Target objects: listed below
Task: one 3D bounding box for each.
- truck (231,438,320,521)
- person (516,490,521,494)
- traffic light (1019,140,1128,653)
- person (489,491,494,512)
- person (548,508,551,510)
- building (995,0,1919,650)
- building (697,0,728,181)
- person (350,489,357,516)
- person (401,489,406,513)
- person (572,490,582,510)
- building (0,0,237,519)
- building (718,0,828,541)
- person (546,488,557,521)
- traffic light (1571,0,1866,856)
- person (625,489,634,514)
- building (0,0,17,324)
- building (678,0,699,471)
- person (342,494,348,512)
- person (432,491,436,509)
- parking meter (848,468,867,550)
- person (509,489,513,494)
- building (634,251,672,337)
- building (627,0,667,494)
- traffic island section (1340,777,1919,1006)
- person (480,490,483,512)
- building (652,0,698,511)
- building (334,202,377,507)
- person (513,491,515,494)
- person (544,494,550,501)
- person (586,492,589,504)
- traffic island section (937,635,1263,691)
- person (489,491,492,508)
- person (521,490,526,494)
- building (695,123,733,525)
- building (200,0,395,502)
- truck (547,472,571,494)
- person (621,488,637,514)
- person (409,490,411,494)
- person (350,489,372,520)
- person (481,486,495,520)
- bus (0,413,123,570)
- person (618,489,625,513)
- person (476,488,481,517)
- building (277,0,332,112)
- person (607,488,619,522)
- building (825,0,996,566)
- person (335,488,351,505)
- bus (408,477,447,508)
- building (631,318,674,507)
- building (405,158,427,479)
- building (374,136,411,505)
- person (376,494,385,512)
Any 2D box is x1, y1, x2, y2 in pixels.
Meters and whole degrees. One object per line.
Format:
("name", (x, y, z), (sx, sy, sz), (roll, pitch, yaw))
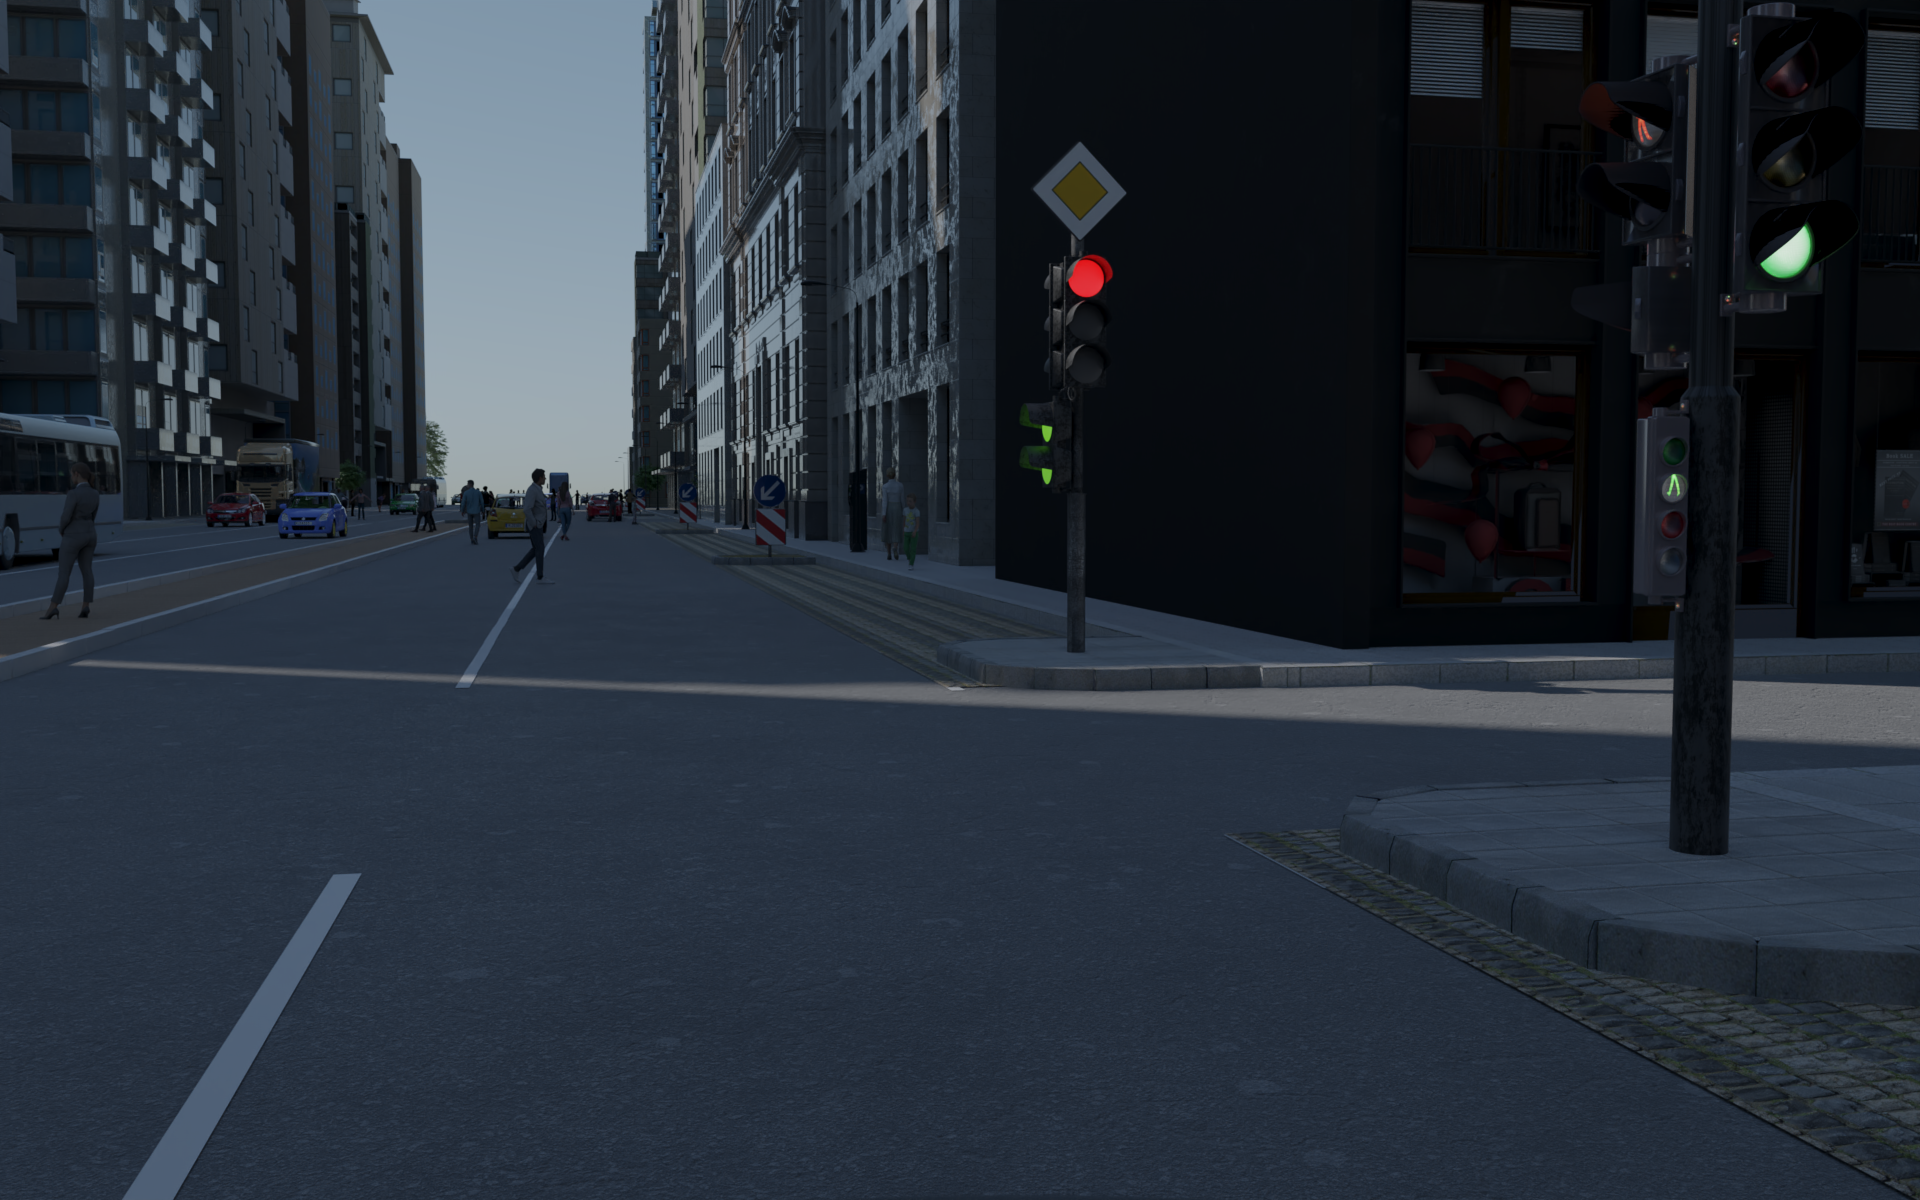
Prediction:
("truck", (-35.301, -6.164, 89.692), (2.839, 4.237, 11.283), (-1, 4, -12))
("person", (-40.938, -9.296, 160.582), (1.348, 1.812, 0.705), (-2, 4, -27))
("traffic light", (0.923, -1.530, 13.943), (0.839, 4.253, 0.868), (-1, 4, -12))
("person", (-30.985, -6.378, 114.249), (0.593, 1.643, 0.415), (1, 4, 9))
("person", (-37.386, -8.936, 157.822), (0.599, 1.433, 0.991), (0, 4, -4))
("building", (9.570, -11.717, 21.245), (15.834, 23.373, 12.332), (-1, 4, -12))
("building", (-7.979, -25.402, 98.916), (14.154, 41.232, 14.086), (-1, 4, -12))
("person", (-39.003, -6.253, 111.447), (0.721, 1.735, 1.217), (-2, 4, -32))
("person", (-42.105, -7.481, 130.949), (0.705, 1.807, 1.348), (-2, 4, -31))
("person", (-34.135, -8.920, 154.354), (0.705, 1.822, 1.348), (2, 4, 34))
("building", (-54.200, -29.032, 94.280), (23.786, 49.044, 30.456), (-1, 4, -12))
("building", (-1.323, -16.052, 59.711), (12.463, 27.353, 25.104), (-1, 4, -12))
("person", (-21.622, -5.053, 91.834), (0.721, 1.735, 1.217), (2, 4, 29))
("traffic light", (0.606, -1.889, 5.557), (4.771, 5.953, 1.251), (-1, 4, -12))
("person", (-24.102, -7.223, 126.604), (1.348, 1.823, 0.705), (3, 5, 41))
("building", (-63.216, -32.635, 122.828), (28.713, 52.752, 27.495), (-1, 4, -12))
("building", (-5.235, -32.487, 120.403), (28.713, 52.752, 27.495), (-1, 4, -12))
("person", (-37.813, -5.801, 106.530), (0.628, 1.438, 0.799), (-3, 5, -43))
("person", (-51.506, -9.797, 169.343), (0.621, 1.740, 0.551), (-2, 4, -30))
("parking meter", (-2.334, -2.066, 39.492), (0.399, 1.863, 0.255), (-1, 4, -22))
("person", (-33.632, -7.427, 129.944), (1.348, 1.822, 0.705), (2, 4, 33))
("building", (-31.921, -26.684, 207.978), (14.160, 30.474, 14.107), (-1, 4, -12))
("building", (-32.743, -56.066, 229.353), (22.319, 86.520, 31.000), (-1, 4, -12))
("traffic island section", (2.672, 0.980, 6.265), (2.009, 0.180, 2.903), (-1, 4, -12))
("person", (-38.915, -8.056, 141.024), (0.445, 1.727, 0.742), (0, 4, 7))
("building", (-14.202, -32.328, 148.169), (23.786, 49.044, 30.456), (-1, 4, -12))
("building", (-65.486, -24.320, 169.333), (14.160, 30.474, 14.107), (-1, 4, -12))
("person", (-31.758, -6.920, 123.117), (0.415, 1.643, 0.593), (0, 4, 7))
("person", (-30.914, -7.294, 127.846), (1.350, 1.814, 0.705), (-1, 4, -17))
("person", (-45.456, -12.319, 211.378), (0.415, 1.643, 0.593), (-3, 5, -44))
("traffic island section", (0.964, 0.502, 14.066), (2.009, 0.180, 2.903), (-1, 4, -12))
("person", (-36.722, -7.713, 135.520), (0.530, 1.710, 0.541), (0, 4, 4))
("person", (-39.952, -9.186, 158.684), (1.348, 1.826, 0.705), (0, 4, 3))
("building", (-6.472, -13.813, 80.600), (10.420, 20.320, 16.860), (-1, 4, -12))
("building", (-77.013, -36.584, 187.391), (28.713, 52.752, 27.495), (-1, 4, -12))
("truck", (-48.132, -13.367, 208.314), (2.967, 4.110, 18.799), (-1, 4, -14))
("person", (-22.386, -6.655, 117.409), (1.348, 1.812, 0.705), (-2, 4, -35))
("person", (-47.017, -8.485, 147.948), (1.217, 1.735, 0.721), (-2, 4, -24))
("person", (-33.319, -5.329, 96.344), (1.217, 1.736, 0.721), (-1, 4, -18))
("person", (-24.733, -5.029, 90.361), (1.348, 1.869, 0.705), (1, 4, 12))
("bus", (-19.815, -2.457, 35.035), (2.948, 3.499, 13.247), (-1, 4, -14))
("person", (-25.215, -7.373, 129.055), (0.705, 1.822, 1.348), (-3, 4, -38))
("person", (-29.318, -5.916, 105.234), (0.705, 1.822, 1.348), (0, 4, -6))
("building", (-60.560, -30.264, 144.933), (14.600, 45.320, 14.200), (-1, 4, -12))
("person", (-17.682, -4.830, 88.277), (0.445, 1.727, 0.742), (1, 4, 20))
("building", (3.262, -11.299, 39.488), (10.420, 20.320, 16.860), (-1, 4, -12))
("person", (-37.352, -5.846, 104.169), (1.350, 1.814, 0.705), (-2, 4, -31))
("bus", (-55.494, -11.380, 180.925), (2.948, 3.499, 13.247), (-1, 4, -12))
("building", (-21.101, -20.956, 187.666), (27.650, 21.520, 28.899), (-1, 4, -12))
("building", (-77.074, -35.094, 223.897), (14.600, 45.320, 14.200), (-1, 4, -12))
("building", (-75.549, -34.223, 209.659), (14.600, 45.320, 14.200), (-1, 4, -12))
("person", (-45.507, -7.610, 136.158), (0.697, 1.427, 0.421), (0, 4, -3))
